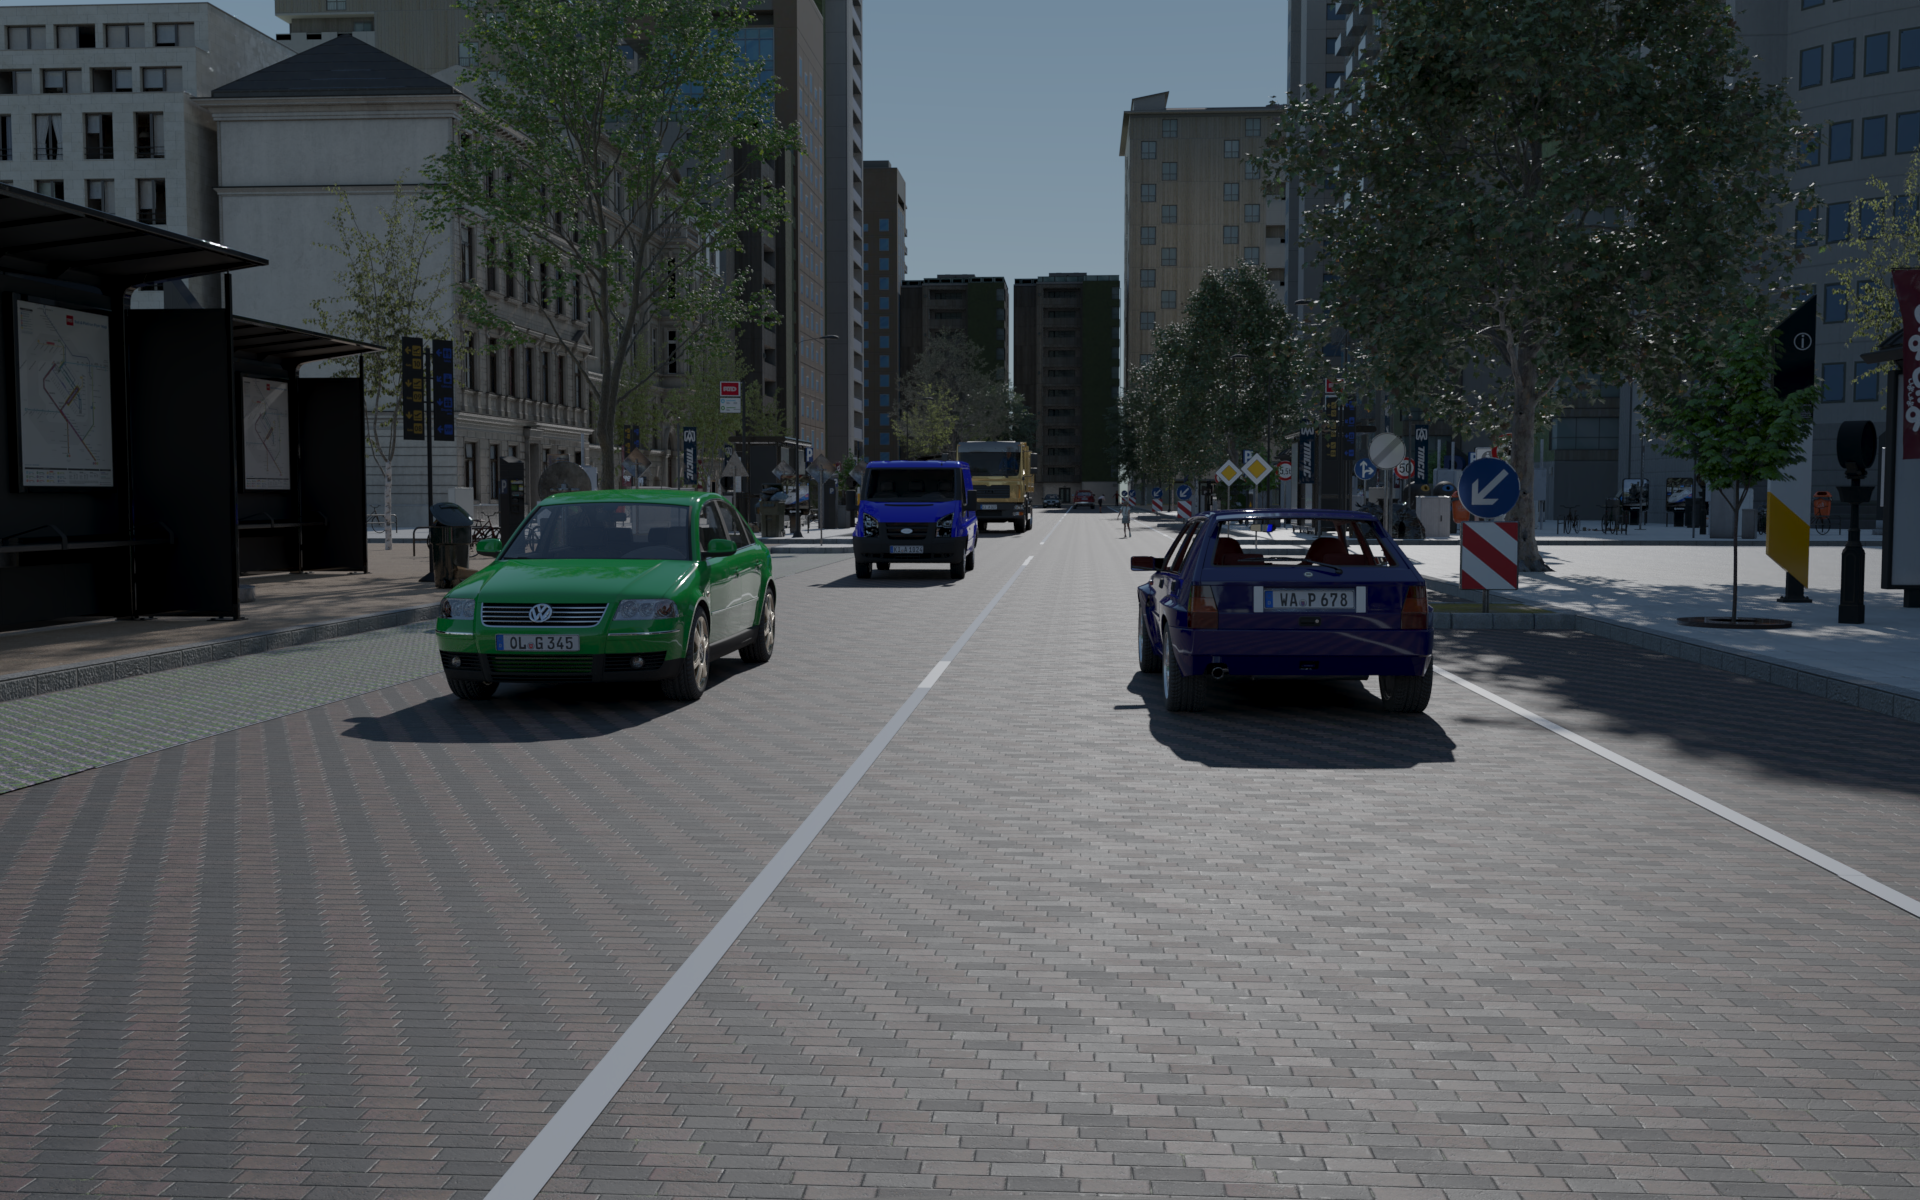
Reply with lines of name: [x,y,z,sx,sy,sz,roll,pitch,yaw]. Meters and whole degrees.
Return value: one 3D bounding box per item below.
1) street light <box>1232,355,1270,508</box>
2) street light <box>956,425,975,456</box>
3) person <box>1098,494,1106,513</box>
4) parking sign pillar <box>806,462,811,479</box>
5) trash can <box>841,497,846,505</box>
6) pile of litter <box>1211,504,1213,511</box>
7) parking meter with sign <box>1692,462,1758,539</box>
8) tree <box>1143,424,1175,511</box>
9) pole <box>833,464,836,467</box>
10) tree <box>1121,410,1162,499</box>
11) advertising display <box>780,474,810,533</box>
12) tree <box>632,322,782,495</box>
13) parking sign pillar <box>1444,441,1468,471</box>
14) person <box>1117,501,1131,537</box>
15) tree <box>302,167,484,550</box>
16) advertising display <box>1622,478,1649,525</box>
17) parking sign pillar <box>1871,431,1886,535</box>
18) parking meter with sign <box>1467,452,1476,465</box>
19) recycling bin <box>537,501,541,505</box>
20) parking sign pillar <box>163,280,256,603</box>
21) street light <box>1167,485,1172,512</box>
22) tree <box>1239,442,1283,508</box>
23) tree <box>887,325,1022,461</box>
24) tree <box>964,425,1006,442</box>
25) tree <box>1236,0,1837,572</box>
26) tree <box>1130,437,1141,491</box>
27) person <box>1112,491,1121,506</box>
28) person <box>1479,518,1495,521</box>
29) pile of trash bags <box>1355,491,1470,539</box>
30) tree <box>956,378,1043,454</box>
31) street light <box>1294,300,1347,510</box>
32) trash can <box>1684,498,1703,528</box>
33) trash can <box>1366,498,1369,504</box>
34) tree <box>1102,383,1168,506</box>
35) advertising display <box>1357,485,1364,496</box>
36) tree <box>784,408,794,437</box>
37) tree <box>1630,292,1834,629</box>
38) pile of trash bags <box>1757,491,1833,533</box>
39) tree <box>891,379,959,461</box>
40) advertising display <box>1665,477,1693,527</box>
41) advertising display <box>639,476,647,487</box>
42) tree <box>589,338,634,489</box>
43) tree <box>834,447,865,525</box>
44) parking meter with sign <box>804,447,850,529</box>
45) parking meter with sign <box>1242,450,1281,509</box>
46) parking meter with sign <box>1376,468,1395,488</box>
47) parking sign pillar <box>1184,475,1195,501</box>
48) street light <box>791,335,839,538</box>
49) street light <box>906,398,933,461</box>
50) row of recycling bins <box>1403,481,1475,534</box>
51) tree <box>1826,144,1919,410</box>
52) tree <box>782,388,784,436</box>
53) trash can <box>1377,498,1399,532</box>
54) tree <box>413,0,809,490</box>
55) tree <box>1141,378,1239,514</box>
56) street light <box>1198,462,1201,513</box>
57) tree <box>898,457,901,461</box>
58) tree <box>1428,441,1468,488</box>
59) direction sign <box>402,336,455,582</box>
street light: [9.749,-5.211,57.748,1.470,5.913,1.316,0,4,4]
street light: [0.287,-8.786,116.191,1.470,5.913,1.316,0,4,4]
person: [10.619,-7.208,129.542,0.628,1.438,0.799,0,4,3]
parking sign pillar: [-8.532,-6.312,91.667,1.447,3.967,1.447,2,4,26]
trash can: [-5.838,-4.763,89.530,0.748,1.137,0.748,0,3,0]
pile of litter: [15.042,-5.470,103.395,1.176,0.858,1.719,0,4,5]
parking meter with sign: [22.020,-3.278,49.849,1.738,3.016,0.543,3,4,36]
tree: [15.671,-10.949,129.379,4.360,8.622,3.978,0,3,0]
pole: [-8.551,-7.580,117.774,0.158,3.312,0.155,0,3,0]
tree: [18.694,-14.021,163.654,7.601,10.594,8.767,0,4,-7]
advertising display: [-5.375,-3.139,56.533,0.974,1.923,0.123,0,4,6]
tree: [-10.506,-7.468,72.462,4.737,8.622,4.395,0,3,0]
parking sign pillar: [24.949,-6.030,87.062,1.447,3.967,1.447,-3,5,-42]
person: [5.452,-2.686,57.437,0.505,1.210,0.382,1,4,15]
tree: [-13.136,-5.472,39.835,4.360,8.622,3.978,0,3,0]
advertising display: [27.706,-4.032,71.141,0.974,1.923,0.123,0,4,8]
parking sign pillar: [29.277,-4.005,53.957,1.447,3.967,1.447,-1,4,-19]
parking meter with sign: [21.185,-4.671,72.624,0.543,3.016,1.738,0,4,-8]
recycling bin: [-14.311,-2.942,60.662,0.722,1.027,0.722,3,4,38]
parking sign pillar: [-9.127,-1.953,20.411,1.447,3.967,1.447,3,5,42]
street light: [14.506,-9.281,124.283,1.470,5.913,1.316,0,4,4]
tree: [11.098,-4.258,64.225,1.663,3.219,1.824,0,3,0]
tree: [-0.297,-13.133,125.099,12.009,13.543,11.850,0,3,0]
tree: [2.495,-13.388,169.259,4.737,8.622,4.395,0,3,0]
tree: [9.402,-6.814,28.417,9.611,12.733,9.660,0,3,0]
tree: [19.998,-14.331,184.666,4.737,8.622,4.395,0,3,0]
person: [17.994,-11.615,198.368,1.348,1.831,0.705,-2,4,-25]
person: [13.408,-2.149,43.660,0.654,1.822,0.581,0,4,3]
pile of trash bags: [12.975,-2.454,49.881,3.447,1.369,1.912,1,4,13]
tree: [4.203,-17.273,189.066,9.857,13.997,8.962,0,3,0]
street light: [8.693,-4.221,41.550,1.470,5.913,1.316,0,4,4]
trash can: [27.788,-3.300,65.600,0.748,1.137,0.748,0,3,0]
trash can: [14.970,-3.120,62.665,0.748,1.137,0.748,0,3,0]
tree: [20.589,-17.521,193.126,9.857,13.997,8.962,0,3,0]
advertising display: [27.013,-6.873,117.585,0.123,1.923,0.974,-3,5,-43]
tree: [-12.590,-9.896,112.168,4.737,8.622,4.395,0,3,0]
tree: [7.581,-1.351,16.693,1.663,3.219,1.824,0,3,0]
pile of trash bags: [27.518,-2.976,58.407,3.447,1.369,1.912,2,4,33]
tree: [-2.004,-9.775,110.189,4.360,8.622,3.978,0,3,0]
advertising display: [28.029,-3.809,67.498,0.974,1.923,0.123,1,4,16]
advertising display: [-11.741,-3.590,63.904,0.123,1.923,0.974,-2,4,-25]
tree: [-14.755,-7.783,77.614,4.737,8.622,4.395,0,3,0]
tree: [-4.627,-4.731,71.949,1.663,3.219,1.824,0,3,0]
parking meter with sign: [-4.916,-4.174,64.512,1.738,3.016,0.543,2,4,25]
parking meter with sign: [11.838,-4.374,67.783,0.543,3.016,1.738,-3,4,-37]
parking meter with sign: [26.889,-6.979,110.366,1.738,3.016,0.543,-1,4,-8]
parking sign pillar: [16.034,-8.102,120.946,1.447,3.967,1.447,0,4,-8]
street light: [-4.243,-4.788,50.827,1.470,5.913,1.316,0,4,4]
street light: [-2.007,-6.787,83.511,1.470,5.913,1.316,0,4,4]
row of recycling bins: [16.186,-3.006,56.266,3.534,1.692,1.069,0,4,2]
tree: [20.740,-5.316,37.280,4.360,8.622,3.978,0,3,0]
tree: [-11.999,-8.225,84.837,4.737,8.622,4.395,0,3,0]
trash can: [13.847,-2.714,56.035,0.748,1.137,0.748,0,3,0]
tree: [-6.548,-6.512,32.223,9.928,11.665,9.643,0,3,0]
tree: [13.440,-8.962,96.894,4.737,8.622,4.395,0,3,0]
street light: [12.143,-7.282,91.608,1.470,5.913,1.316,0,4,4]
tree: [-3.033,-5.794,89.333,1.663,3.219,1.824,0,3,0]
tree: [30.139,-7.549,107.135,4.285,4.588,4.351,0,3,0]
direction sign: [-7.745,-2.037,25.299,0.379,3.537,0.876,2,4,35]
